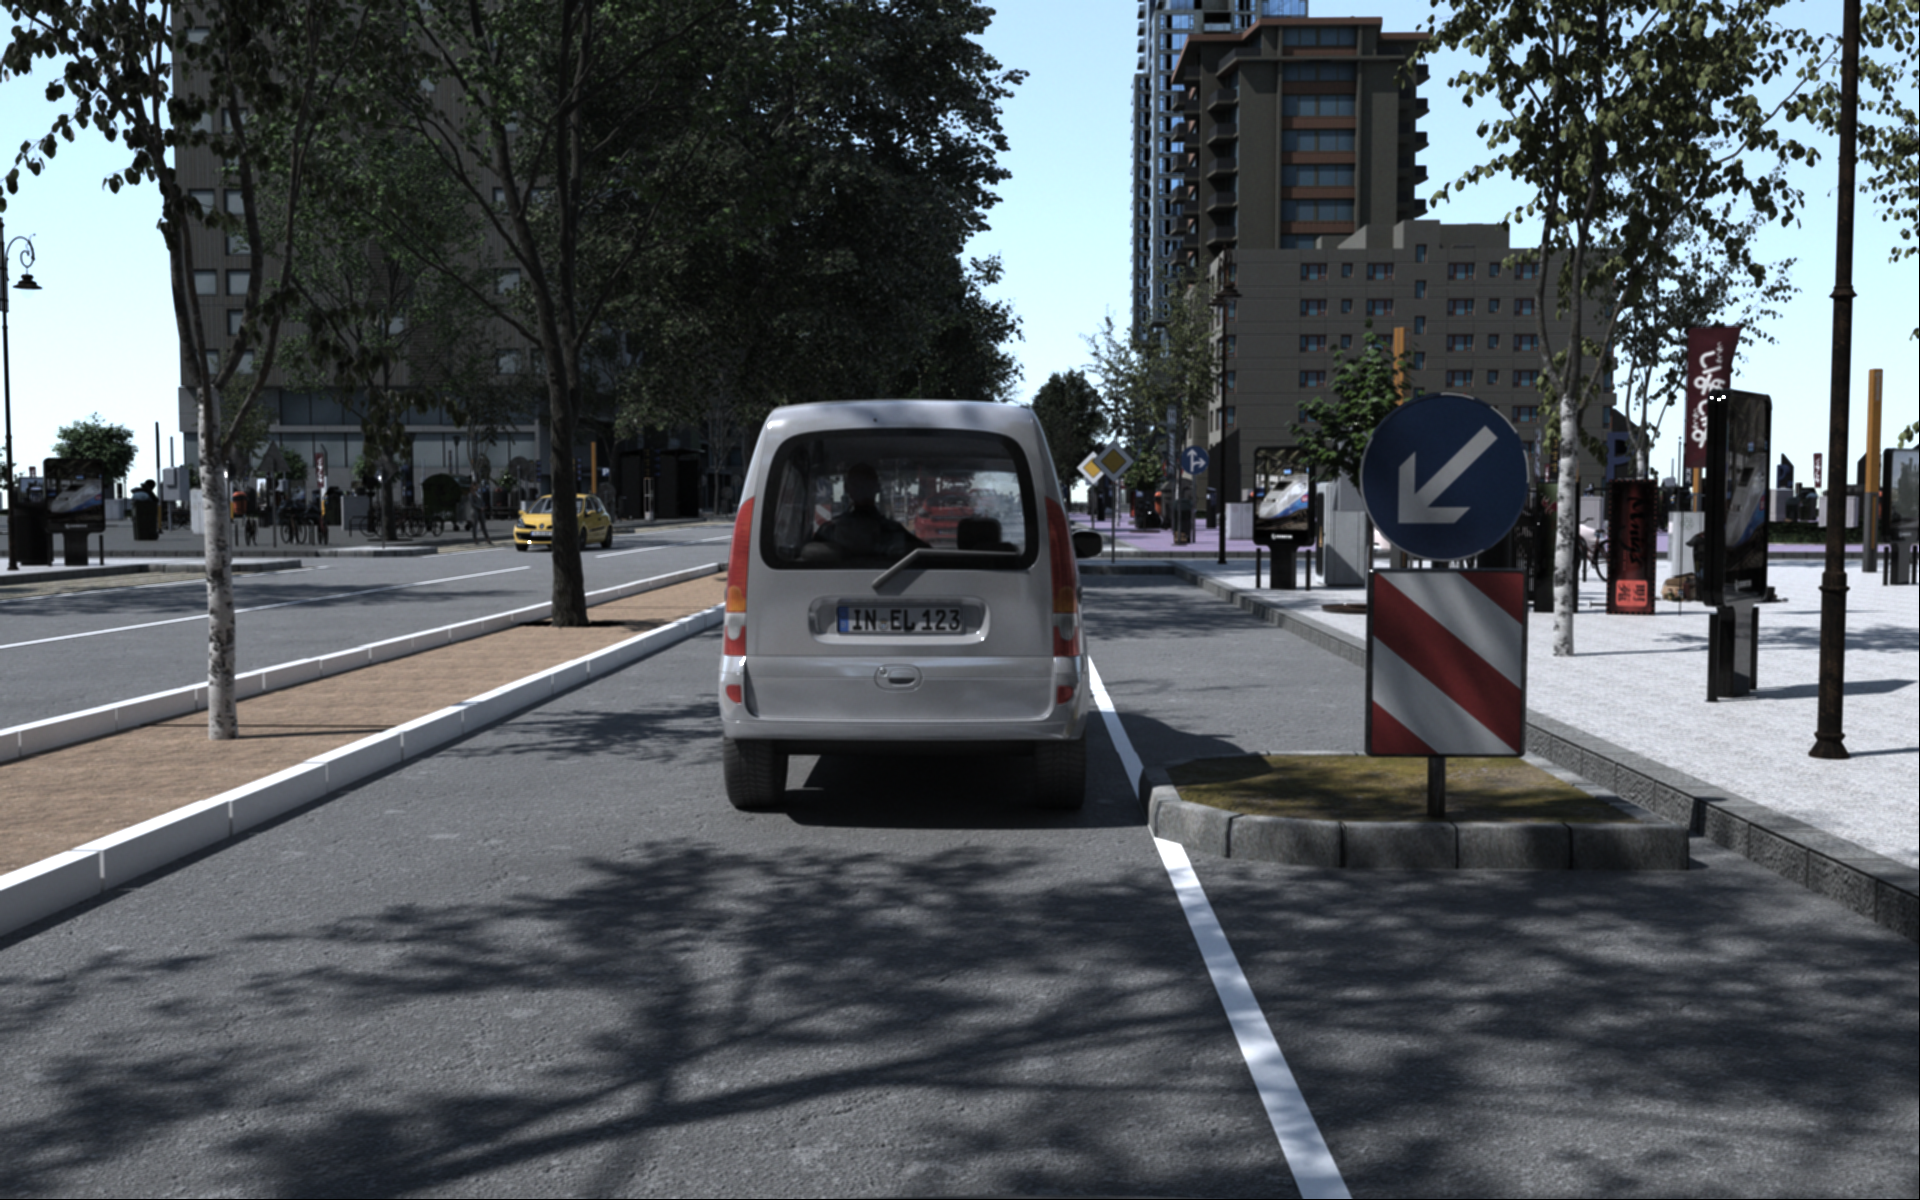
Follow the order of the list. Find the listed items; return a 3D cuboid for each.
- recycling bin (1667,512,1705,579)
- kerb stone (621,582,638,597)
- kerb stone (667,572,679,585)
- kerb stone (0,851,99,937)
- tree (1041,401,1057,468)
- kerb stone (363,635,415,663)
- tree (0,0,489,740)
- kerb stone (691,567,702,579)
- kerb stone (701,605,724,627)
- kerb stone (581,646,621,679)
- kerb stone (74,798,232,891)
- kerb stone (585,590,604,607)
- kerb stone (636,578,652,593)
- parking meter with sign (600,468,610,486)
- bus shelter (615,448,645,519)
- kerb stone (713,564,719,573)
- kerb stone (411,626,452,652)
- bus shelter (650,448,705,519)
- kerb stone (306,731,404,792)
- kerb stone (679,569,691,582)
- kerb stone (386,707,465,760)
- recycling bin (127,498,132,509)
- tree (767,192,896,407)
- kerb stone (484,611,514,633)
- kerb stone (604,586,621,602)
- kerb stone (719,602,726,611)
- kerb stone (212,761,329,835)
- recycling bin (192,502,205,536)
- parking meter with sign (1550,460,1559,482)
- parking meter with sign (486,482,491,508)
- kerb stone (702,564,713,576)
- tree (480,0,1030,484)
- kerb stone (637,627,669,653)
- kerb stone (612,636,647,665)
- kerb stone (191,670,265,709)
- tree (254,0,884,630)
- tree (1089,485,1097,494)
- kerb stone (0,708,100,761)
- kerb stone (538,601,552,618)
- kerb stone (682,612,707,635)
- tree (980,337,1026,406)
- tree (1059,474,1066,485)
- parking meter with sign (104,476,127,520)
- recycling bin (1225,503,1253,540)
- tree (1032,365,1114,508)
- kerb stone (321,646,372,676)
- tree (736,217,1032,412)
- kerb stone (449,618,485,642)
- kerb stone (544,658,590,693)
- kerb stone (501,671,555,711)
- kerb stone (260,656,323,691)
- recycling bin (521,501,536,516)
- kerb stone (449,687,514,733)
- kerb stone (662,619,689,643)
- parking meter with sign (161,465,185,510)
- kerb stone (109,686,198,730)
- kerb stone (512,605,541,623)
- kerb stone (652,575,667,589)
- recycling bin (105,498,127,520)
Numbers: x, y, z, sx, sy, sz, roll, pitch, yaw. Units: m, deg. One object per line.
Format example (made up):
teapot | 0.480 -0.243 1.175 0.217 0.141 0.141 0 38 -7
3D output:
recycling bin | 10.394 -0.725 24.409 0.722 1.027 0.722 1 4 17
kerb stone | -4.715 -0.122 24.260 0.120 0.150 1.000 0 4 2
kerb stone | -4.625 -0.314 27.336 0.120 0.150 1.000 0 4 2
kerb stone | -3.162 1.008 5.720 0.120 0.150 1.000 0 4 2
tree | 7.828 -11.175 133.080 4.360 8.622 3.978 0 3 0
kerb stone | -4.982 0.439 15.024 0.120 0.150 1.000 0 4 2
tree | -4.282 -3.472 9.591 4.360 8.622 3.978 0 3 0
kerb stone | -4.561 -0.437 29.380 0.120 0.150 1.000 0 4 2
kerb stone | -2.764 0.193 19.038 0.120 0.150 1.000 0 4 2
kerb stone | -2.914 0.509 13.913 0.120 0.150 1.000 0 4 2
kerb stone | -3.133 0.945 6.750 0.120 0.150 1.000 0 4 2
kerb stone | -4.776 -0.001 22.211 0.120 0.150 1.000 0 4 2
kerb stone | -4.693 -0.189 25.289 0.120 0.150 1.000 0 4 2
parking meter with sign | -23.504 -7.217 114.252 0.543 3.016 1.738 0 4 -1
bus shelter | -16.651 -6.112 91.214 1.731 3.624 6.357 0 4 2
kerb stone | -4.498 -0.564 31.424 0.120 0.150 1.000 0 4 2
kerb stone | -4.957 0.377 16.052 0.120 0.150 1.000 0 4 2
bus shelter | -14.839 -6.121 91.361 1.731 3.624 6.357 0 4 2
kerb stone | -3.075 0.819 8.798 0.120 0.150 1.000 0 4 2
kerb stone | -4.592 -0.377 28.358 0.120 0.150 1.000 0 4 2
kerb stone | -3.040 0.757 9.820 0.120 0.150 1.000 0 4 2
recycling bin | -47.994 -5.327 99.658 0.722 1.027 0.722 2 4 30
tree | -3.405 -5.446 41.855 4.737 8.622 4.395 0 3 0
kerb stone | -4.894 0.252 18.107 0.120 0.150 1.000 0 4 2
kerb stone | -4.750 -0.058 23.234 0.120 0.150 1.000 0 4 2
kerb stone | -2.744 0.130 20.063 0.120 0.150 1.000 0 4 2
kerb stone | -3.099 0.886 7.772 0.120 0.150 1.000 0 4 2
recycling bin | -23.301 -2.521 53.781 0.722 1.027 0.722 2 4 27
parking meter with sign | 30.480 -5.654 88.701 0.543 3.016 1.738 1 4 13
parking meter with sign | -29.295 -6.758 106.753 0.543 3.016 1.738 -2 4 -30
kerb stone | -4.528 -0.501 30.401 0.120 0.150 1.000 0 4 2
tree | -3.315 -7.295 28.389 9.857 13.997 8.962 0 3 0
kerb stone | -2.859 0.382 15.957 0.120 0.150 1.000 0 4 2
kerb stone | -2.888 0.446 14.935 0.120 0.150 1.000 0 4 2
kerb stone | -5.082 0.627 11.939 0.120 0.150 1.000 0 4 2
tree | -4.330 -5.523 18.512 9.928 11.665 9.643 0 3 0
tree | 7.557 -6.063 93.726 1.663 3.219 1.824 0 3 0
kerb stone | -5.139 0.752 9.895 0.120 0.150 1.000 0 4 2
kerb stone | -4.841 0.125 20.158 0.120 0.150 1.000 0 4 2
kerb stone | -2.802 0.256 18.016 0.120 0.150 1.000 0 4 2
tree | -1.730 -10.949 91.837 12.009 13.543 11.850 0 3 0
tree | 12.330 -20.283 238.286 9.857 13.997 8.962 0 3 0
parking meter with sign | -42.393 -5.491 86.043 1.738 3.016 0.543 -2 4 -29
recycling bin | 7.875 -2.214 48.753 0.722 1.027 0.722 0 4 1
tree | 9.628 -14.489 153.899 9.611 12.733 9.660 0 3 0
kerb stone | -5.020 0.510 13.998 0.120 0.150 1.000 0 4 2
tree | -2.544 -8.533 58.982 9.611 12.733 9.660 0 3 0
kerb stone | -4.922 0.313 17.080 0.120 0.150 1.000 0 4 2
kerb stone | -2.955 0.570 12.886 0.120 0.150 1.000 0 4 2
kerb stone | -2.987 0.632 11.864 0.120 0.150 1.000 0 4 2
kerb stone | -5.051 0.564 12.975 0.120 0.150 1.000 0 4 2
recycling bin | -15.892 -3.159 64.199 0.722 1.027 0.722 -2 4 -32
kerb stone | -3.011 0.695 10.842 0.120 0.150 1.000 0 4 2
kerb stone | -2.834 0.324 16.987 0.120 0.150 1.000 0 4 2
parking meter with sign | -47.149 -6.542 103.218 1.738 3.016 0.543 0 4 -3
kerb stone | -5.115 0.690 10.917 0.120 0.150 1.000 0 4 2
kerb stone | -4.857 0.188 19.129 0.120 0.150 1.000 0 4 2
kerb stone | -4.653 -0.252 26.311 0.120 0.150 1.000 0 4 2
recycling bin | -41.231 -4.396 84.430 0.722 1.027 0.722 -1 4 -9
